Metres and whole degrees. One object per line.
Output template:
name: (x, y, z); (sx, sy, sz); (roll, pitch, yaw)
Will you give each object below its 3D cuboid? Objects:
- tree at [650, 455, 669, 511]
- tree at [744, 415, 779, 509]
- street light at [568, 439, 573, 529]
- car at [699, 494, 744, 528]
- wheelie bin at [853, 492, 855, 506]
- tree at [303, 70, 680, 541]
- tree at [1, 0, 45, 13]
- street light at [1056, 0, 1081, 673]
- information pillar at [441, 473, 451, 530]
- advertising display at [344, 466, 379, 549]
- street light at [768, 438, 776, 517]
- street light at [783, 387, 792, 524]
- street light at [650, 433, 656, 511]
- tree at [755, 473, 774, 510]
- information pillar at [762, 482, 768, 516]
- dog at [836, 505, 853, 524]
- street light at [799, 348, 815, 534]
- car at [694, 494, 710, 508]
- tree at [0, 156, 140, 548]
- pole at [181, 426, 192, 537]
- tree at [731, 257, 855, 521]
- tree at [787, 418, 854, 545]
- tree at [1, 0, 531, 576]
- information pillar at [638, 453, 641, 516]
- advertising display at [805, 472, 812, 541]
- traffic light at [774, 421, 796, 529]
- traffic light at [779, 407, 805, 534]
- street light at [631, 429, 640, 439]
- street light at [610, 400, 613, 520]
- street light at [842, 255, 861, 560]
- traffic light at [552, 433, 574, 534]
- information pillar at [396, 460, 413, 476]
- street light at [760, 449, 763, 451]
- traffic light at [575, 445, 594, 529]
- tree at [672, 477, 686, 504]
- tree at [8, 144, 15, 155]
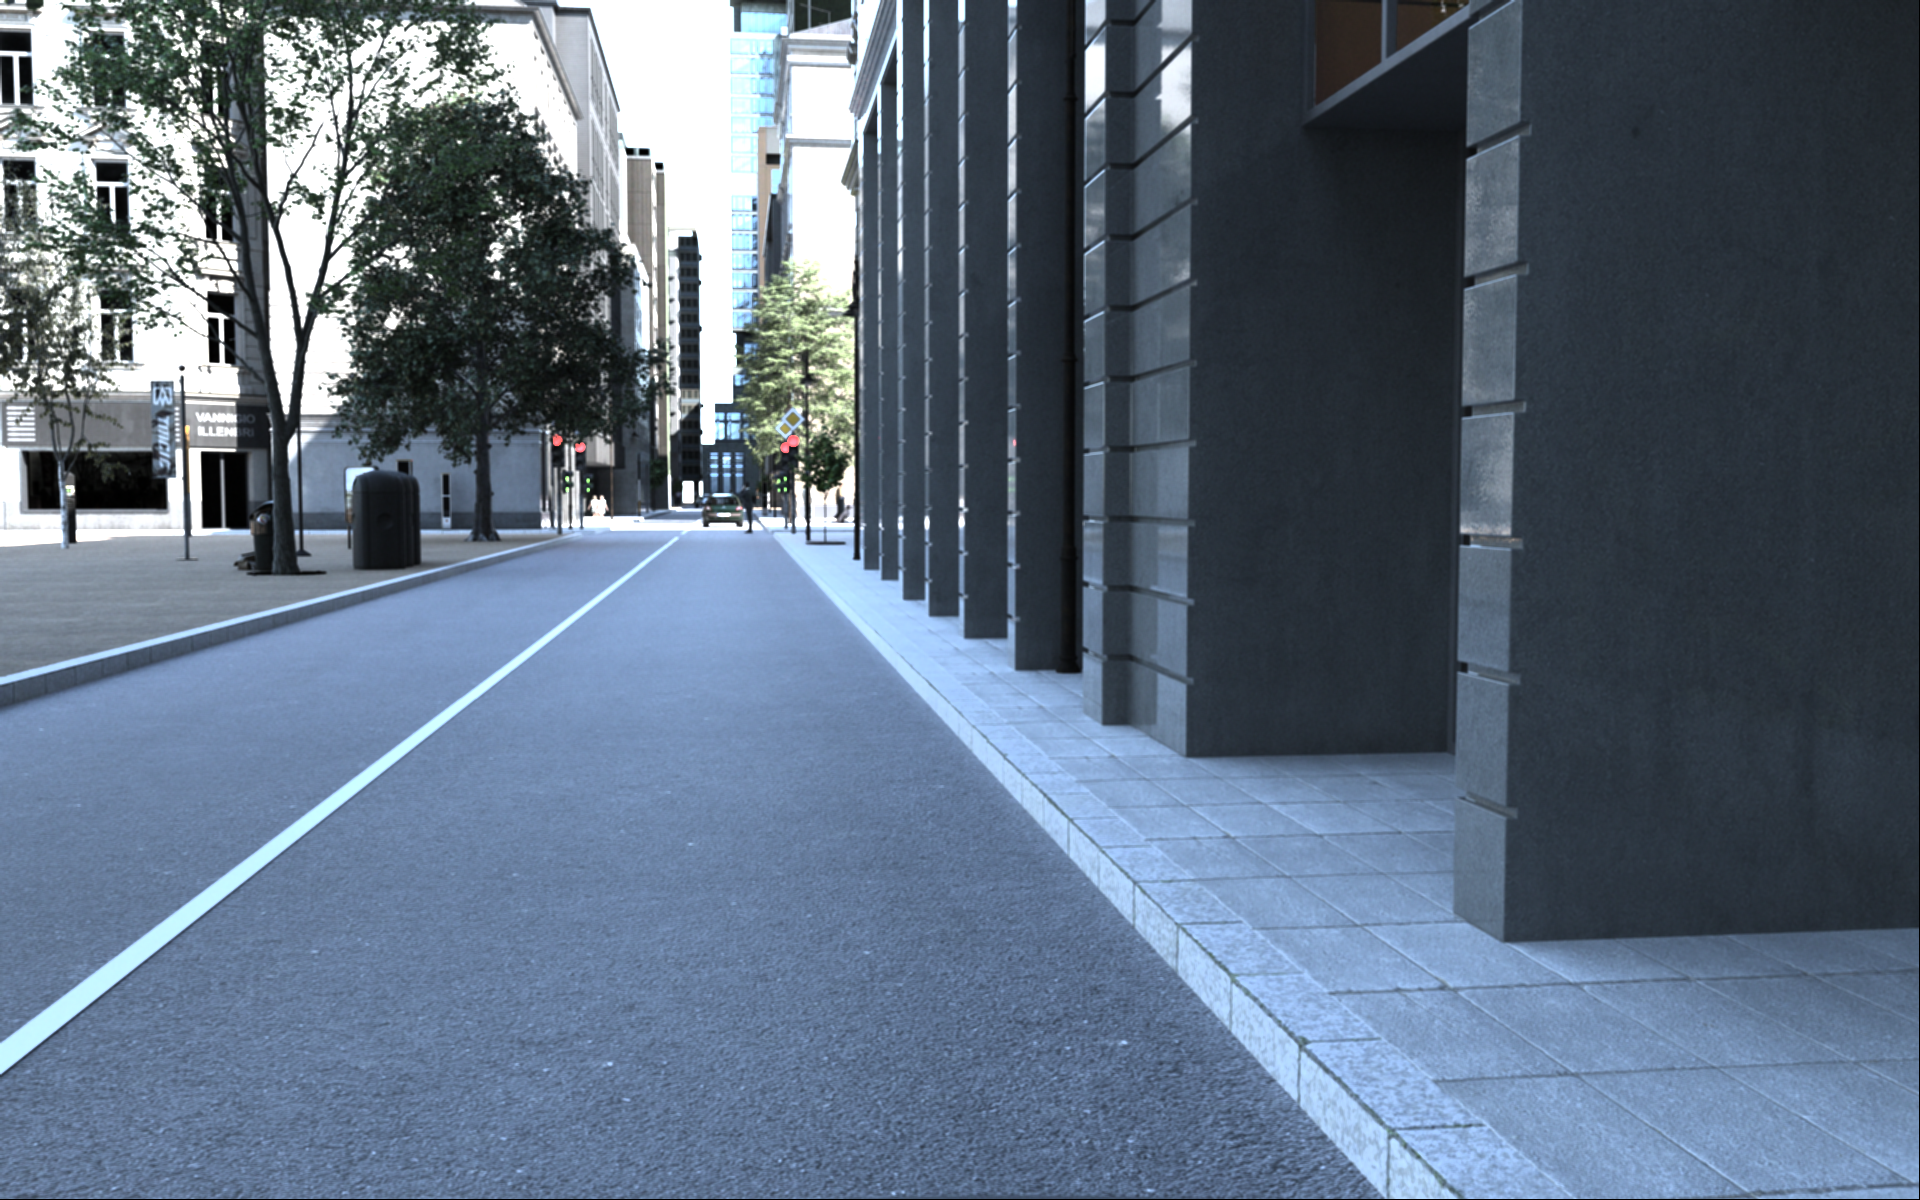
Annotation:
tree: (-24.116, -9.178, 133.773); (4.285, 4.588, 4.351); (0, 3, 0)
tree: (-16.426, -12.103, 148.238); (4.737, 8.622, 4.395); (0, 3, 0)
street light: (-14.210, -5.519, 63.019); (0.468, 5.910, 1.993); (0, 4, -7)
car: (-10.349, -4.019, 75.494); (2.009, 1.686, 4.222); (-1, 4, -9)
wheelie bin: (-4.651, -4.536, 82.080); (0.980, 1.594, 0.693); (3, 5, 44)
tree: (-13.001, -7.961, 47.164); (9.611, 12.733, 9.660); (0, 3, 0)
tree: (-6.682, -6.015, 4.996); (9.857, 13.997, 8.962); (0, 3, 0)
street light: (0.779, -2.416, 12.288); (0.468, 5.910, 1.993); (0, 4, -7)
information pillar: (-18.291, -3.495, 61.636); (0.304, 2.012, 0.304); (-1, 4, -21)
advertising display: (-13.912, -2.147, 40.315); (0.974, 1.923, 0.123); (2, 4, 25)
street light: (-10.156, -7.467, 94.865); (0.468, 5.910, 1.993); (0, 4, -7)
street light: (-7.243, -6.162, 73.530); (0.468, 5.910, 1.993); (0, 4, -7)
street light: (-22.594, -9.475, 127.696); (0.468, 5.910, 1.993); (0, 4, -7)
tree: (-15.954, -9.058, 142.693); (1.663, 3.219, 1.824); (0, 3, 0)
information pillar: (-11.630, -6.039, 103.230); (0.304, 2.012, 0.304); (0, 4, -4)
dog: (-5.096, -3.718, 75.163); (0.800, 0.831, 0.513); (3, 5, 42)
street light: (-4.852, -5.029, 55.017); (0.468, 5.910, 1.993); (0, 4, -7)
car: (-26.991, -10.465, 182.896); (2.131, 1.459, 4.920); (0, 4, -6)
tree: (-21.085, -5.508, 40.414); (4.360, 8.622, 3.978); (0, 3, 0)
pole: (-23.236, -3.559, 52.025); (0.158, 3.312, 0.155); (0, 3, 0)
tree: (-7.731, -10.130, 83.756); (7.486, 12.596, 7.792); (0, 3, 0)
tree: (-3.581, -3.033, 44.189); (1.663, 3.219, 1.824); (0, 3, 0)
tree: (-10.735, -6.216, 27.387); (9.928, 11.665, 9.643); (0, 3, 0)
information pillar: (-18.532, -6.648, 100.044); (0.183, 3.616, 0.504); (-1, 4, -11)
advertising display: (-4.172, -2.596, 47.664); (0.123, 1.923, 0.974); (0, 4, -2)
traffic light: (-6.431, -4.578, 63.777); (0.839, 4.253, 0.868); (0, 4, -7)
traffic light: (-5.397, -4.094, 55.859); (0.839, 4.253, 0.868); (0, 4, -7)
street light: (-19.867, -8.152, 106.068); (0.468, 5.910, 1.993); (0, 4, -7)
street light: (-16.997, -6.826, 84.399); (0.468, 5.910, 1.993); (0, 4, -7)
street light: (-2.010, -3.722, 33.639); (0.468, 5.910, 1.993); (0, 4, -7)
traffic light: (-12.695, -4.035, 54.894); (0.839, 4.253, 0.868); (0, 4, -7)
information pillar: (-11.928, -2.002, 37.233); (0.304, 2.012, 0.304); (-1, 4, -11)
street light: (-15.670, -10.105, 138.003); (0.468, 5.910, 1.993); (0, 4, -7)
traffic light: (-13.728, -4.519, 62.812); (0.839, 4.253, 0.868); (0, 4, -7)
tree: (-31.820, -12.251, 194.902); (1.663, 3.219, 1.824); (0, 3, 0)
tree: (-20.350, -5.222, 35.750); (4.360, 8.622, 3.978); (0, 3, 0)
